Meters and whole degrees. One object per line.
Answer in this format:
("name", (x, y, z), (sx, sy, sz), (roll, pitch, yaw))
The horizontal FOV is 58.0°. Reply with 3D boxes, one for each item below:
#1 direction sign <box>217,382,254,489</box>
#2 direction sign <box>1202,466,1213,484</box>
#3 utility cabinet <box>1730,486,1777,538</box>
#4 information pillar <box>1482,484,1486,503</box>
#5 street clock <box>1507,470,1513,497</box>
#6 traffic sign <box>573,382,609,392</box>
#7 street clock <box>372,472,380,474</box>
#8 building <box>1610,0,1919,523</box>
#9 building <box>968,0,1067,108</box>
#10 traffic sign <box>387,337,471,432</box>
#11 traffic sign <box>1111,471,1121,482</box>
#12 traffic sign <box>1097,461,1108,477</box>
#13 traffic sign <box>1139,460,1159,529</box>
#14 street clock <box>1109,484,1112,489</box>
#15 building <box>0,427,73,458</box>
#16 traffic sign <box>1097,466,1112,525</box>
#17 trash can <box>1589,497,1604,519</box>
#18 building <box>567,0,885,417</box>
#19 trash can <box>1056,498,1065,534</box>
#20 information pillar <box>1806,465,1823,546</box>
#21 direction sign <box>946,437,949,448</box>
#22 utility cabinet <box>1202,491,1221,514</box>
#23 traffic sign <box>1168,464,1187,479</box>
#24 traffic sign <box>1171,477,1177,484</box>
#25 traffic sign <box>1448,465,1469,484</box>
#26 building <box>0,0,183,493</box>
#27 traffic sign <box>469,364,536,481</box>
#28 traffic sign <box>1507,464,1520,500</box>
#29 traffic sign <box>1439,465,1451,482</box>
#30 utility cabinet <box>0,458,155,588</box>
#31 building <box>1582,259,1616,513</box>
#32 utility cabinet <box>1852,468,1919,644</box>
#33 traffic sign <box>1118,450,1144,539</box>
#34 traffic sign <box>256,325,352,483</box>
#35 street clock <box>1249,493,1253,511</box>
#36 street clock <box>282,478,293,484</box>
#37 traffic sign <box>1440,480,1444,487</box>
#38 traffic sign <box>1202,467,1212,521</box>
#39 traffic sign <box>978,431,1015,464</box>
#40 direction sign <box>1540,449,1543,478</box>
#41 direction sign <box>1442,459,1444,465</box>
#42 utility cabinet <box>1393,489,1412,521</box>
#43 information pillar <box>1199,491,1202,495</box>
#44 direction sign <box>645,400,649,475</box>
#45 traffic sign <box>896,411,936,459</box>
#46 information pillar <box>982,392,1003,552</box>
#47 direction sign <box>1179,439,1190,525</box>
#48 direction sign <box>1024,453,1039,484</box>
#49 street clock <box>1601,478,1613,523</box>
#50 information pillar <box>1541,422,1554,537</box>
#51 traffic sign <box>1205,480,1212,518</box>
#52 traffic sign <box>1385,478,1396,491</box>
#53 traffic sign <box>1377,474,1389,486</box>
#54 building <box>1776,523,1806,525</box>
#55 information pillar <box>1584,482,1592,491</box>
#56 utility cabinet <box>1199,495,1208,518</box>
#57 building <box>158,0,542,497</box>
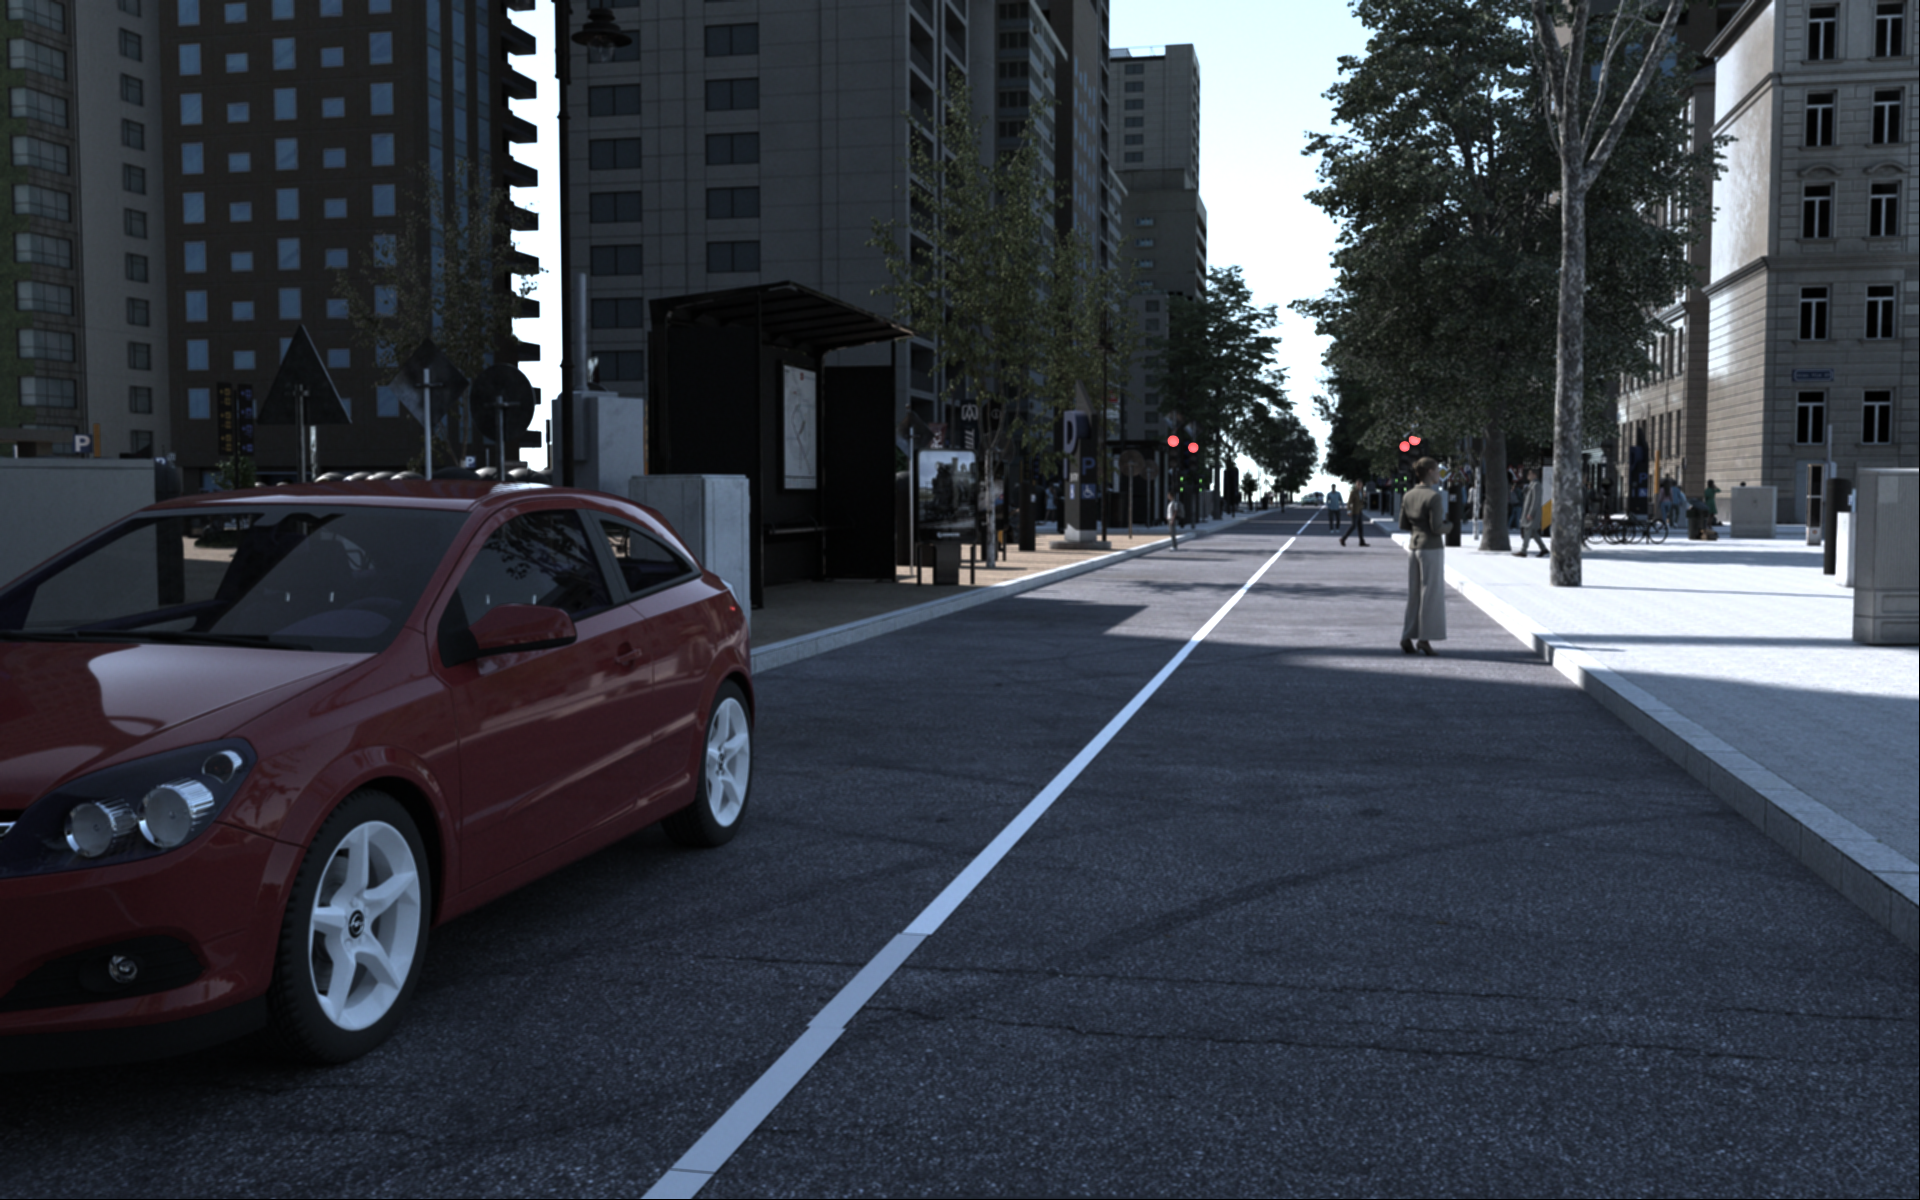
("direction sign", (-14.789, -2.656, 35.430), (0.379, 3.537, 0.876), (2, 4, 24))
("direction sign", (18.928, -8.607, 132.727), (0.876, 3.537, 0.379), (0, 4, 6))
("utility cabinet", (22.841, -2.519, 49.860), (0.318, 1.500, 1.173), (-3, 5, -43))
("information pillar", (39.601, -7.727, 130.824), (0.304, 2.012, 0.304), (2, 4, 35))
("street clock", (16.339, -2.902, 52.014), (0.471, 2.002, 0.358), (2, 4, 24))
("traffic sign", (-4.244, -1.198, 19.695), (0.768, 2.556, 0.104), (1, 4, 20))
("street clock", (-19.213, -3.214, 57.125), (0.358, 2.002, 0.471), (-2, 4, -32))
("building", (45.518, -18.489, 99.560), (12.463, 27.353, 25.104), (1, 4, 12))
("building", (-6.112, -26.656, 127.710), (32.217, 40.220, 23.993), (1, 4, 12))
("traffic sign", (-4.466, -0.907, 14.562), (0.795, 2.593, 0.064), (1, 4, 17))
("traffic sign", (7.121, -4.804, 78.644), (0.768, 2.556, 0.104), (1, 4, 15))
("traffic sign", (4.231, -3.334, 54.512), (0.884, 2.594, 0.081), (1, 4, 16))
("traffic sign", (6.975, -3.912, 64.066), (0.768, 2.556, 0.104), (1, 4, 20))
("street clock", (10.764, -7.289, 123.746), (0.358, 2.002, 0.471), (2, 4, 23))
("building", (-32.983, -20.780, 31.639), (23.993, 40.220, 32.217), (1, 4, 12))
("traffic sign", (5.870, -4.358, 71.360), (0.768, 2.556, 0.104), (1, 4, 16))
("trash can", (30.081, -4.301, 81.967), (0.748, 1.137, 0.748), (0, 3, 0))
("building", (-8.296, -40.247, 96.291), (20.563, 71.187, 20.611), (1, 4, 12))
("trash can", (3.441, -2.708, 55.926), (0.748, 1.137, 0.748), (0, 3, 0))
("information pillar", (21.294, -2.365, 43.157), (0.304, 2.012, 0.304), (1, 4, 16))
("direction sign", (-0.711, -4.703, 68.897), (0.379, 3.537, 0.876), (3, 4, 38))
("utility cabinet", (15.616, -6.034, 107.342), (1.173, 1.500, 0.318), (-2, 4, -31))
("traffic sign", (8.762, -4.290, 69.868), (0.795, 2.593, 0.064), (1, 4, 19))
("traffic sign", (13.239, -6.466, 105.825), (0.768, 2.556, 0.104), (1, 4, 22))
("traffic sign", (21.067, -4.476, 73.193), (0.884, 2.594, 0.081), (1, 4, 20))
("building", (-54.249, -25.425, 99.301), (14.086, 41.232, 14.154), (1, 4, 12))
("traffic sign", (-4.493, -1.030, 16.954), (0.768, 2.556, 0.104), (1, 4, 21))
("traffic sign", (23.881, -4.599, 75.193), (0.884, 2.594, 0.081), (1, 4, 17))
("traffic sign", (21.614, -4.755, 77.479), (0.795, 2.593, 0.064), (1, 4, 21))
("utility cabinet", (-5.678, -0.131, 10.814), (1.173, 1.500, 0.318), (-2, 4, -35))
("building", (48.819, -15.727, 121.765), (10.561, 19.102, 19.286), (1, 4, 12))
("utility cabinet", (8.247, -0.368, 14.695), (1.173, 1.500, 0.318), (0, 4, -4))
("traffic sign", (4.908, -3.040, 49.802), (0.768, 2.556, 0.104), (1, 4, 20))
("traffic sign", (-5.063, -0.815, 13.332), (0.884, 2.594, 0.081), (1, 4, 19))
("street clock", (22.255, -7.816, 132.360), (0.471, 2.002, 0.358), (3, 5, 39))
("street clock", (-31.047, -4.617, 80.057), (0.471, 2.002, 0.358), (-1, 4, -19))
("traffic sign", (36.168, -8.011, 130.987), (0.884, 2.594, 0.081), (1, 4, 17))
("traffic sign", (11.501, -4.990, 81.692), (0.768, 2.556, 0.104), (1, 4, 21))
("traffic sign", (0.727, -2.122, 34.801), (0.768, 2.556, 0.104), (1, 4, 17))
("direction sign", (29.422, -5.780, 86.504), (0.876, 3.537, 0.379), (1, 4, 22))
("direction sign", (30.962, -7.285, 111.103), (0.379, 3.537, 0.876), (1, 4, 12))
("utility cabinet", (20.820, -4.405, 80.700), (1.173, 1.500, 0.318), (1, 4, 19))
("information pillar", (18.661, -8.805, 135.308), (0.504, 3.616, 0.183), (2, 4, 24))
("direction sign", (-7.499, -3.046, 41.804), (0.379, 3.537, 0.876), (-1, 4, -19))
("traffic sign", (-0.773, -1.689, 27.353), (0.795, 2.593, 0.064), (1, 4, 21))
("information pillar", (0.743, -2.895, 38.685), (0.504, 3.616, 0.183), (1, 4, 13))
("direction sign", (9.092, -4.828, 70.939), (0.379, 3.537, 0.876), (-3, 4, -37))
("direction sign", (3.917, -6.313, 95.212), (0.876, 3.537, 0.379), (-1, 4, -14))
("street clock", (28.895, -4.453, 77.379), (0.358, 2.002, 0.471), (-2, 4, -35))
("information pillar", (17.545, -3.676, 51.459), (0.504, 3.616, 0.183), (2, 4, 27))
("traffic sign", (13.175, -5.680, 92.980), (0.768, 2.556, 0.104), (1, 4, 16))
("traffic sign", (27.493, -6.744, 110.262), (0.884, 2.594, 0.081), (1, 4, 17))
("traffic sign", (27.153, -6.795, 111.199), (0.768, 2.556, 0.104), (1, 4, 19))
("building", (46.645, -16.984, 74.958), (25.104, 27.353, 12.463), (1, 4, 12))
("information pillar", (41.595, -6.769, 115.158), (0.304, 2.012, 0.304), (-2, 4, -33))
("utility cabinet", (12.972, -5.073, 94.106), (1.020, 1.237, 0.306), (1, 4, 9))
("building", (-32.671, -27.162, 94.209), (14.200, 45.320, 14.600), (1, 4, 12))
